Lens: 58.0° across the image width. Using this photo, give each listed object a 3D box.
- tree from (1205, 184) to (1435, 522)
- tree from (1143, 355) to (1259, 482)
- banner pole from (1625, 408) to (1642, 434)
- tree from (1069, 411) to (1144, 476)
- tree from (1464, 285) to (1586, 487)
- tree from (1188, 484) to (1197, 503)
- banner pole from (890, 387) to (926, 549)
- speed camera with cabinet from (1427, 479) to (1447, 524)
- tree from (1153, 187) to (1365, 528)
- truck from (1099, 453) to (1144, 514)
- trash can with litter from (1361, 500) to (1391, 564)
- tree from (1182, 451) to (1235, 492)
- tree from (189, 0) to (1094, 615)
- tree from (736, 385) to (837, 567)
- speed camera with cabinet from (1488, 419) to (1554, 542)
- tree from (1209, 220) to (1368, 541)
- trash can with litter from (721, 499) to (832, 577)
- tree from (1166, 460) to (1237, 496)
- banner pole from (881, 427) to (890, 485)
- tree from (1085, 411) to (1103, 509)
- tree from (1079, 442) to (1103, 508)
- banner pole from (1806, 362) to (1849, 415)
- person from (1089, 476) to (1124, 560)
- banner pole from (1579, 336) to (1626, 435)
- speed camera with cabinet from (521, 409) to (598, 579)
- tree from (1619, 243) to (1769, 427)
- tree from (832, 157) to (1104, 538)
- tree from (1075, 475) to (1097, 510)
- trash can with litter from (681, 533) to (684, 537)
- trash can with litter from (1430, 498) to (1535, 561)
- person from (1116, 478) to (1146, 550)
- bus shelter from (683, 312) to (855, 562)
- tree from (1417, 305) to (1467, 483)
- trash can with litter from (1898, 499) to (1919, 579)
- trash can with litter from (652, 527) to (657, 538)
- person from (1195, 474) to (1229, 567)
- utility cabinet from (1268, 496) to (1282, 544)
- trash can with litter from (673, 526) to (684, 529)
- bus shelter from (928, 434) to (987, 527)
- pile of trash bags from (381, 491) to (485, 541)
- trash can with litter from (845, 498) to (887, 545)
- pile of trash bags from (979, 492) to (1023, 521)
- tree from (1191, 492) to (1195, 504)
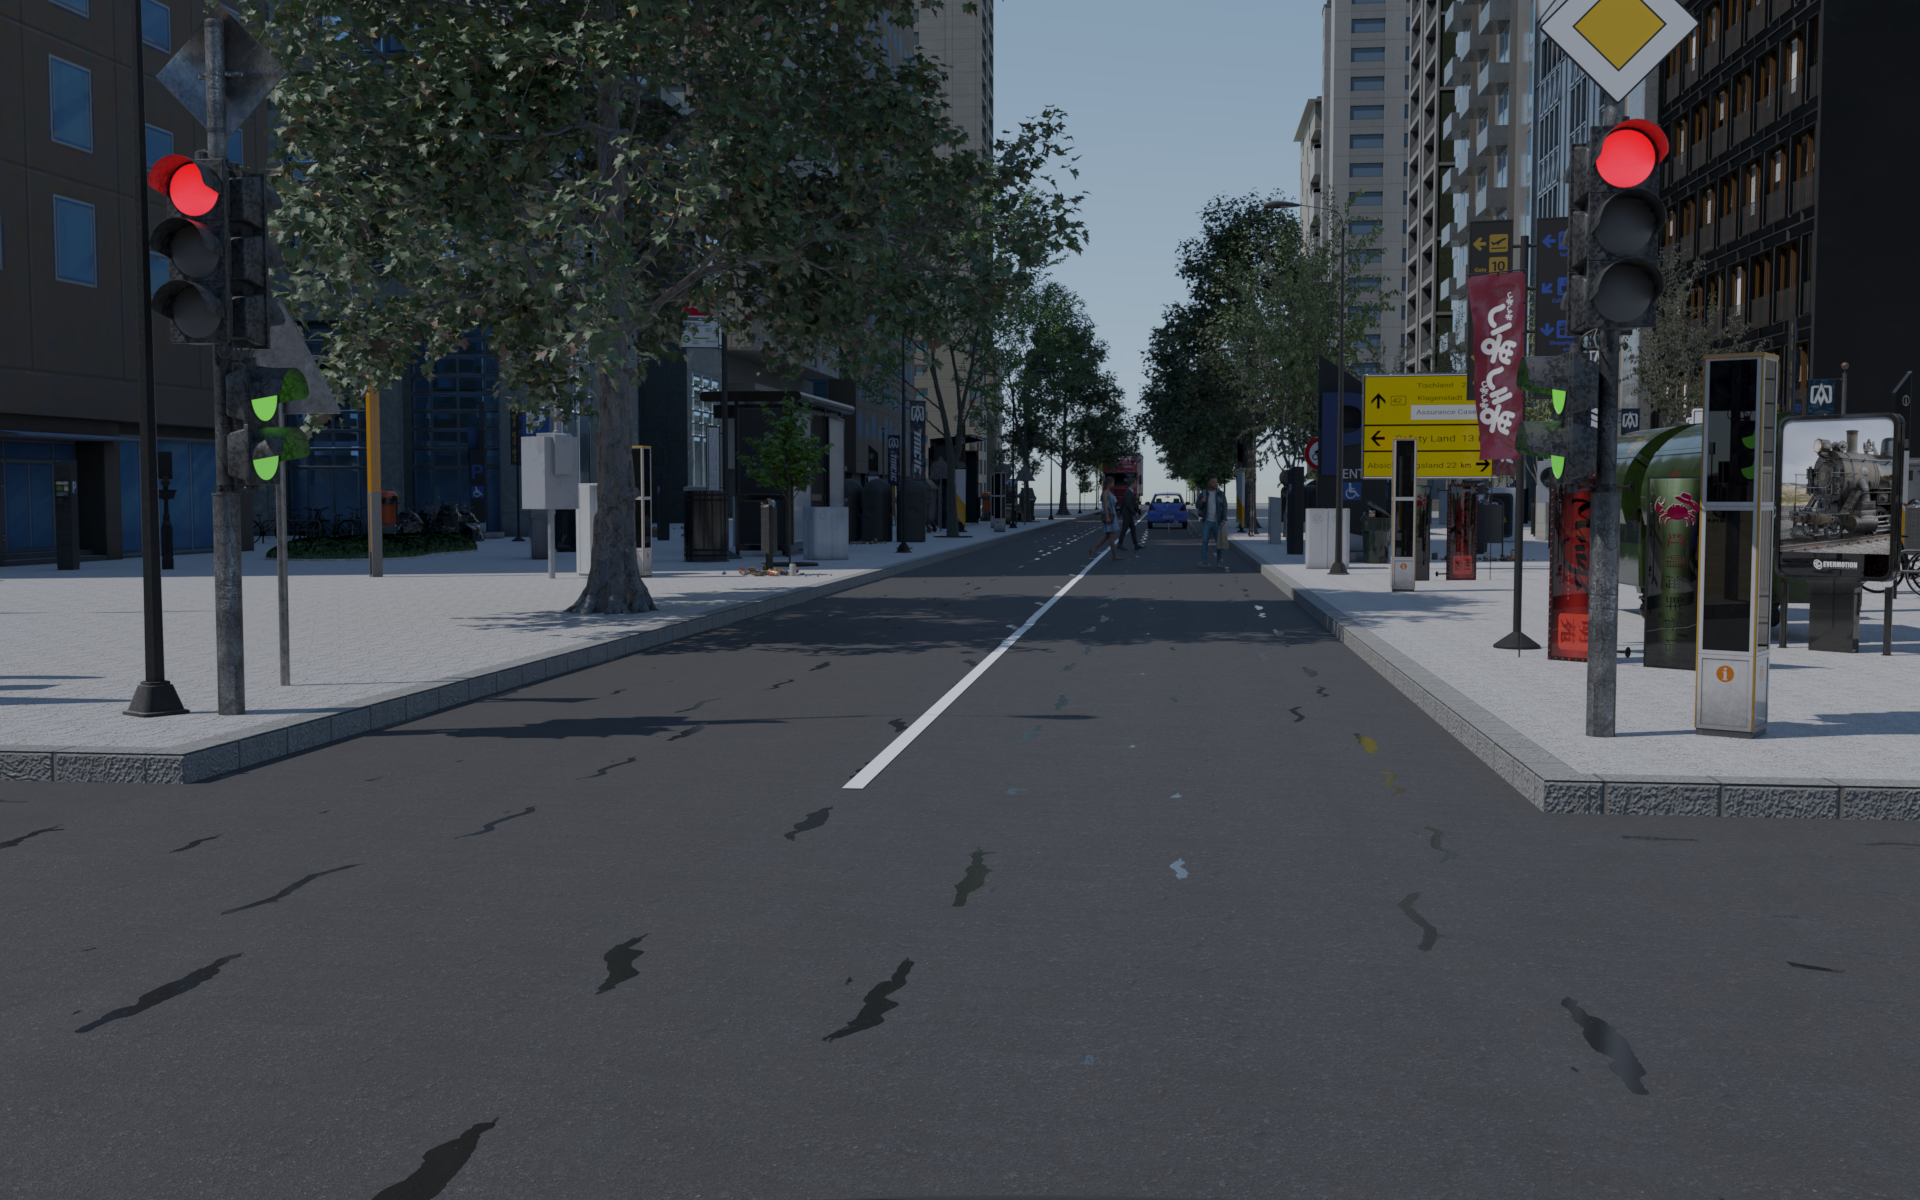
[{"bbox_3d":[8.249,-5.514,40.509,4.737,8.622,4.395,0,3,0],"label":"tree"},{"bbox_3d":[19.442,-14.152,138.037,9.857,13.997,8.962,0,3,0],"label":"tree"},{"bbox_3d":[17.021,-3.331,44.482,0.863,3.779,0.401,0,4,8],"label":"banner pole"},{"bbox_3d":[14.944,-14.959,178.996,8.767,10.594,7.601,1,4,13],"label":"tree"},{"bbox_3d":[19.696,-6.657,59.210,4.737,8.622,4.395,0,3,0],"label":"tree"},{"bbox_3d":[12.362,-7.808,78.021,4.737,8.622,4.395,0,3,0],"label":"tree"},{"bbox_3d":[-1.118,-3.095,40.620,0.863,3.779,0.401,-3,4,-37],"label":"banner pole"},{"bbox_3d":[20.636,-4.860,73.789,0.660,3.252,2.038,-1,4,-13],"label":"speed camera with cabinet"},{"bbox_3d":[10.791,-9.052,65.010,9.611,12.733,9.660,0,3,0],"label":"tree"},{"bbox_3d":[11.315,-8.024,120.100,2.839,4.237,11.283,0,4,8],"label":"truck"},{"bbox_3d":[7.927,-1.259,31.968,1.055,1.170,0.624,1,4,14],"label":"trash can with litter"},{"bbox_3d":[16.166,-7.844,111.967,4.285,4.588,4.351,0,3,0],"label":"tree"},{"bbox_3d":[-3.733,-6.219,18.691,9.611,12.733,9.660,0,3,0],"label":"tree"},{"bbox_3d":[-3.075,-2.229,31.039,1.663,3.219,1.824,0,3,0],"label":"tree"},{"bbox_3d":[14.968,-3.162,46.030,2.038,3.252,0.660,1,4,18],"label":"speed camera with cabinet"},{"bbox_3d":[9.090,-5.946,47.584,4.360,8.622,3.978,0,3,0],"label":"tree"},{"bbox_3d":[-2.996,-1.022,27.771,1.678,1.210,2.233,-1,4,-12],"label":"trash can with litter"},{"bbox_3d":[24.203,-15.778,176.101,7.486,12.596,7.792,0,3,0],"label":"tree"},{"bbox_3d":[-2.618,-4.546,64.338,0.863,3.779,0.401,0,4,4],"label":"banner pole"},{"bbox_3d":[12.448,-12.390,152.940,4.737,8.622,4.395,0,3,0],"label":"tree"},{"bbox_3d":[12.899,-12.796,159.571,4.360,8.622,3.978,0,3,0],"label":"tree"},{"bbox_3d":[16.608,-2.636,33.114,0.863,3.779,0.401,1,4,20],"label":"banner pole"},{"bbox_3d":[3.176,-1.772,37.564,0.778,1.811,0.616,1,4,17],"label":"person"},{"bbox_3d":[9.002,-2.128,24.814,0.401,3.779,0.863,-1,4,-20],"label":"banner pole"},{"bbox_3d":[-5.852,-1.996,26.964,0.660,3.252,2.038,3,4,36],"label":"speed camera with cabinet"},{"bbox_3d":[21.000,-6.131,50.605,4.360,8.622,3.978,0,3,0],"label":"tree"},{"bbox_3d":[-0.199,-7.655,50.919,9.928,11.665,9.643,0,3,0],"label":"tree"},{"bbox_3d":[9.887,-8.724,137.238,1.663,3.219,1.824,0,3,0],"label":"tree"},{"bbox_3d":[-7.485,-2.357,49.916,1.055,1.170,0.624,-3,5,-42],"label":"trash can with litter"},{"bbox_3d":[9.887,-1.377,33.569,2.233,1.210,1.678,2,4,29],"label":"trash can with litter"},{"bbox_3d":[4.383,-2.203,44.295,0.755,1.850,0.659,0,4,7],"label":"person"},{"bbox_3d":[-4.093,-3.610,36.651,2.179,5.291,8.768,0,4,7],"label":"bus shelter"},{"bbox_3d":[19.978,-7.234,68.637,4.360,8.622,3.978,0,3,0],"label":"tree"},{"bbox_3d":[14.798,-0.976,27.010,1.678,1.210,2.233,0,4,1],"label":"trash can with litter"},{"bbox_3d":[-9.373,-2.433,51.166,1.055,1.170,0.624,-3,4,-36],"label":"trash can with litter"},{"bbox_3d":[4.948,-1.540,33.656,0.794,1.824,0.713,2,4,30],"label":"person"},{"bbox_3d":[8.117,-2.048,44.652,0.306,1.237,1.020,0,4,7],"label":"utility cabinet"},{"bbox_3d":[-9.735,-3.227,63.818,1.678,1.210,2.233,0,4,-6],"label":"trash can with litter"},{"bbox_3d":[-0.053,-4.889,71.225,1.731,3.624,6.357,0,4,7],"label":"bus shelter"},{"bbox_3d":[-14.197,-2.200,45.730,1.912,1.369,3.447,1,4,18],"label":"pile of trash bags"},{"bbox_3d":[-2.665,-2.032,44.281,2.233,1.210,1.678,-3,4,-37],"label":"trash can with litter"},{"bbox_3d":[1.767,-4.396,81.627,1.912,1.369,3.447,1,4,21],"label":"pile of trash bags"},{"bbox_3d":[31.396,-18.758,232.455,9.928,11.665,9.643,0,3,0],"label":"tree"}]
